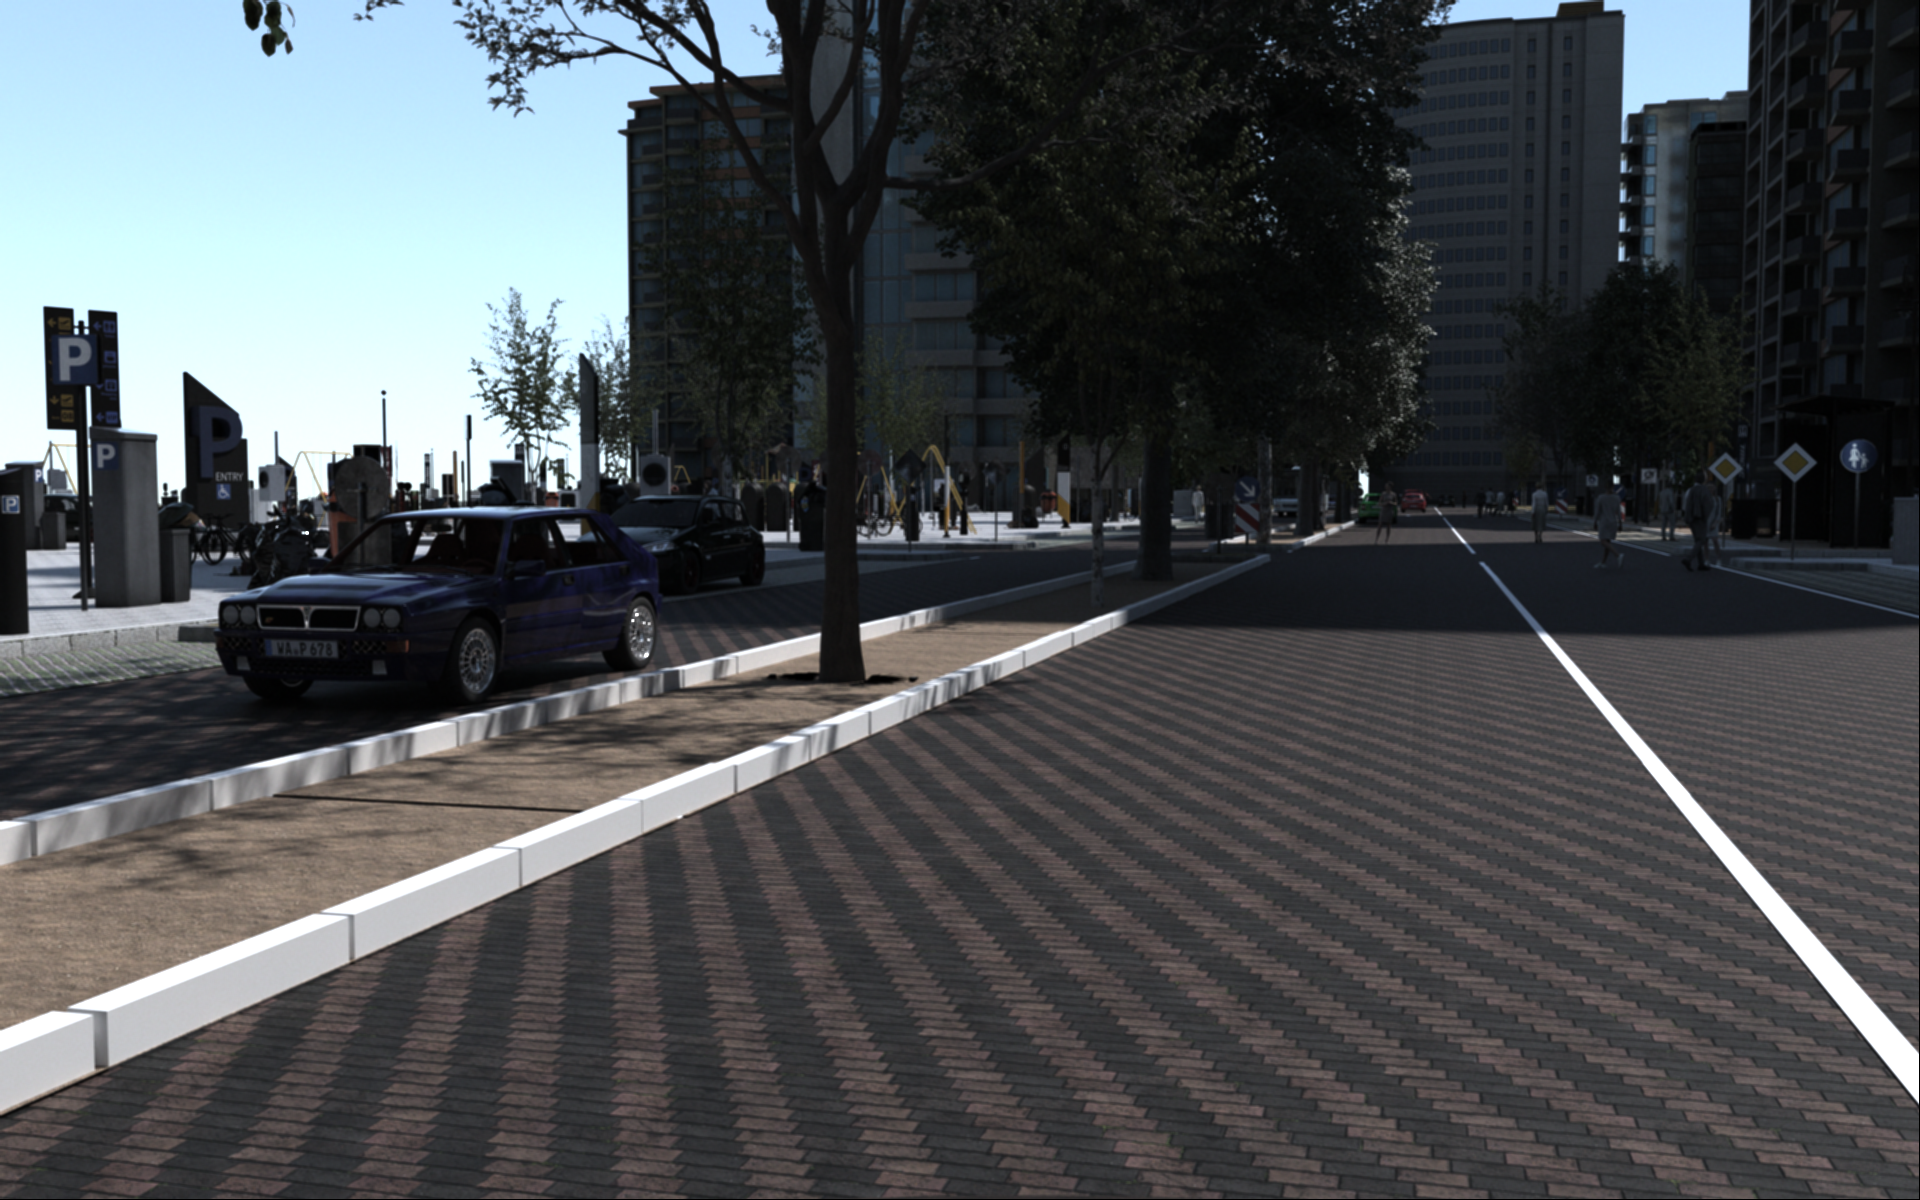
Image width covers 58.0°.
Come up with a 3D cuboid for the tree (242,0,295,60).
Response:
[{"bbox_3d":[-2.965,-3.170,4.648,4.360,8.622,3.978,0,3,0],"label":"tree"}]

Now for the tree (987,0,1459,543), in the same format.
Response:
[{"bbox_3d":[7.502,-11.645,48.735,12.611,20.169,13.585,0,3,0],"label":"tree"}]

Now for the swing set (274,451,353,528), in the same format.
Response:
[{"bbox_3d":[-23.564,-4.075,64.250,2.862,2.851,3.119,1,4,15],"label":"swing set"}]

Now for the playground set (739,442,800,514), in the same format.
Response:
[{"bbox_3d":[-10.247,-6.747,97.095,5.637,4.214,5.302,2,4,26],"label":"playground set"}]

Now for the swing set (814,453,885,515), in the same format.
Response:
[{"bbox_3d":[-4.042,-4.143,65.357,2.862,2.851,3.119,3,4,38],"label":"swing set"}]

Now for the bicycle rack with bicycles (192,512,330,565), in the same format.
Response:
[{"bbox_3d":[-12.999,-1.110,31.536,2.852,0.926,2.925,2,4,24],"label":"bicycle rack with bicycles"}]

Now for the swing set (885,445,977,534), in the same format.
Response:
[{"bbox_3d":[-0.935,-3.626,56.900,2.862,2.851,3.119,0,4,-2],"label":"swing set"}]

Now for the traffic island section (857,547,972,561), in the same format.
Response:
[{"bbox_3d":[-1.128,-0.973,38.195,2.009,0.180,2.903,1,4,15],"label":"traffic island section"}]

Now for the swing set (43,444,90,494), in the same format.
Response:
[{"bbox_3d":[-27.851,-3.536,55.434,2.862,2.851,3.119,1,4,13],"label":"swing set"}]

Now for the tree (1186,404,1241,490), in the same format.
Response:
[{"bbox_3d":[16.772,-10.089,115.320,4.360,8.622,3.978,0,3,0],"label":"tree"}]

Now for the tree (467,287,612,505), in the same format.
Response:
[{"bbox_3d":[-15.132,-6.771,61.075,4.737,8.622,4.395,0,3,0],"label":"tree"}]

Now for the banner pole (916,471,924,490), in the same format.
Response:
[{"bbox_3d":[-2.875,-8.045,121.558,0.863,3.779,0.401,-2,4,-28],"label":"banner pole"}]

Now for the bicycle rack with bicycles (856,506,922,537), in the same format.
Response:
[{"bbox_3d":[-2.958,-2.413,52.832,2.925,0.926,2.852,2,4,28],"label":"bicycle rack with bicycles"}]

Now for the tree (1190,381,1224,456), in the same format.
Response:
[{"bbox_3d":[20.061,-12.282,126.572,9.928,11.665,9.643,0,3,0],"label":"tree"}]

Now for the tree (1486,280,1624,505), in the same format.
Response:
[{"bbox_3d":[51.882,-18.041,150.866,12.611,20.169,13.585,0,3,0],"label":"tree"}]

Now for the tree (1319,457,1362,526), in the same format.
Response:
[{"bbox_3d":[16.193,-7.575,76.665,4.737,8.622,4.395,0,3,0],"label":"tree"}]

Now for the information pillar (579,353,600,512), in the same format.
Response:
[{"bbox_3d":[-6.135,-2.282,28.672,0.183,3.616,0.504,-3,5,-42],"label":"information pillar"}]

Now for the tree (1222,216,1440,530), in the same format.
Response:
[{"bbox_3d":[14.184,-9.149,69.050,9.611,12.733,9.660,0,3,0],"label":"tree"}]

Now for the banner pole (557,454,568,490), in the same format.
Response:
[{"bbox_3d":[-24.554,-7.174,107.306,0.863,3.779,0.401,-1,4,-14],"label":"banner pole"}]

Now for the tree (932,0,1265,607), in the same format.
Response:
[{"bbox_3d":[1.711,-4.190,21.334,4.737,8.622,4.395,0,3,0],"label":"tree"}]

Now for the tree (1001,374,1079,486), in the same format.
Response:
[{"bbox_3d":[4.309,-9.434,104.609,4.360,8.622,3.978,0,3,0],"label":"tree"}]

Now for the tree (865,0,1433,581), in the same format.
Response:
[{"bbox_3d":[3.214,-7.297,28.412,9.857,13.997,8.962,0,3,0],"label":"tree"}]

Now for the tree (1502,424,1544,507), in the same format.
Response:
[{"bbox_3d":[56.231,-13.610,172.879,4.737,8.622,4.395,0,3,0],"label":"tree"}]

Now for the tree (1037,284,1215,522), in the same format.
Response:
[{"bbox_3d":[7.212,-9.934,80.544,7.486,12.596,7.792,0,3,0],"label":"tree"}]

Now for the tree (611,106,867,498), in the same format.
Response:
[{"bbox_3d":[-4.337,-5.117,34.024,4.737,8.622,4.395,0,3,0],"label":"tree"}]

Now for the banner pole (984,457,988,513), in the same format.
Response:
[{"bbox_3d":[1.735,-7.693,115.796,0.401,3.779,0.863,1,4,21],"label":"banner pole"}]

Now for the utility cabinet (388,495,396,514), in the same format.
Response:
[{"bbox_3d":[-36.707,-6.169,112.022,0.306,1.237,1.020,0,4,3],"label":"utility cabinet"}]

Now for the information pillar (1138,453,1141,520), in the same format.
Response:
[{"bbox_3d":[9.043,-5.843,86.886,0.183,3.616,0.504,0,4,3],"label":"information pillar"}]

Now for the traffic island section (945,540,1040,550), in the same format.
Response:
[{"bbox_3d":[0.936,-1.445,45.910,2.009,0.180,2.903,1,4,15],"label":"traffic island section"}]

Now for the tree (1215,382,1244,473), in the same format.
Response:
[{"bbox_3d":[14.212,-11.396,104.454,7.486,12.596,7.792,0,3,0],"label":"tree"}]

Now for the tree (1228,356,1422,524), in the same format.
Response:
[{"bbox_3d":[18.425,-9.507,83.656,9.928,11.665,9.643,0,3,0],"label":"tree"}]

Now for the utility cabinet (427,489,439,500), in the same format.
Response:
[{"bbox_3d":[-21.142,-3.723,69.542,0.318,1.500,1.173,-2,4,-25],"label":"utility cabinet"}]

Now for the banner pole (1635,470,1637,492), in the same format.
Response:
[{"bbox_3d":[37.436,-6.451,95.498,0.863,3.779,0.401,-2,4,-33],"label":"banner pole"}]

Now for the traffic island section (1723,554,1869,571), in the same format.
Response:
[{"bbox_3d":[16.156,-0.691,33.582,2.009,0.180,2.903,1,4,15],"label":"traffic island section"}]

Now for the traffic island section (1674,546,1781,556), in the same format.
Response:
[{"bbox_3d":[18.220,-1.163,41.297,2.009,0.180,2.903,1,4,15],"label":"traffic island section"}]

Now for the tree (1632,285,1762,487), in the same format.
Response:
[{"bbox_3d":[25.800,-6.715,60.160,4.737,8.622,4.395,0,3,0],"label":"tree"}]

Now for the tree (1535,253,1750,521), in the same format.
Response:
[{"bbox_3d":[32.622,-10.146,82.890,9.611,12.733,9.660,0,3,0],"label":"tree"}]

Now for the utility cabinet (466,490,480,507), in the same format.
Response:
[{"bbox_3d":[-29.666,-5.968,106.255,1.173,1.500,0.318,-2,4,-34],"label":"utility cabinet"}]

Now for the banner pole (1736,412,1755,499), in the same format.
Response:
[{"bbox_3d":[23.882,-3.832,52.663,0.863,3.779,0.401,-2,4,-26],"label":"banner pole"}]

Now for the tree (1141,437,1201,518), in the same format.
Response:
[{"bbox_3d":[11.309,-6.712,93.449,4.285,4.588,4.351,0,3,0],"label":"tree"}]

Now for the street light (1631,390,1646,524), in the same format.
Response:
[{"bbox_3d":[29.434,-6.265,75.214,0.468,5.910,1.993,1,4,15],"label":"street light"}]

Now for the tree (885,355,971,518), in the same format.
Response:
[{"bbox_3d":[-1.265,-8.598,90.934,4.360,8.622,3.978,0,3,0],"label":"tree"}]

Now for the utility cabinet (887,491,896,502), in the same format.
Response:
[{"bbox_3d":[-4.759,-6.395,113.236,1.173,1.500,0.318,1,4,9],"label":"utility cabinet"}]

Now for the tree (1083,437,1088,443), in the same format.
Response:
[{"bbox_3d":[6.871,-10.037,114.462,4.360,8.622,3.978,0,3,0],"label":"tree"}]

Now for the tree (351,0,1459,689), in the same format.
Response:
[{"bbox_3d":[-0.911,-6.107,12.676,12.009,13.543,11.850,0,3,0],"label":"tree"}]

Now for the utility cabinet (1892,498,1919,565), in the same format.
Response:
[{"bbox_3d":[17.470,-1.235,31.349,1.020,1.237,0.306,2,4,27],"label":"utility cabinet"}]

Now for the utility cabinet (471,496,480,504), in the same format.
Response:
[{"bbox_3d":[-15.016,-2.670,54.815,1.020,1.237,0.306,-1,4,-19],"label":"utility cabinet"}]

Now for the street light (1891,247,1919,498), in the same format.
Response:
[{"bbox_3d":[17.930,-3.660,32.621,0.468,5.910,1.993,1,4,15],"label":"street light"}]

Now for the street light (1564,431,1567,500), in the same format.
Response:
[{"bbox_3d":[39.511,-8.571,112.927,0.468,5.910,1.993,1,4,15],"label":"street light"}]

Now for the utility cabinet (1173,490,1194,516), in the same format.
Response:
[{"bbox_3d":[12.832,-5.538,99.224,1.173,1.500,0.318,3,5,39],"label":"utility cabinet"}]

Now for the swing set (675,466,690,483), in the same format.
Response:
[{"bbox_3d":[-16.276,-6.101,97.365,2.862,2.851,3.119,-3,4,-39],"label":"swing set"}]

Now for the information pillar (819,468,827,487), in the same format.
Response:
[{"bbox_3d":[-3.819,-2.730,49.121,0.304,2.012,0.304,-1,4,-9],"label":"information pillar"}]

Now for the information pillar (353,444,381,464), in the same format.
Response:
[{"bbox_3d":[-8.799,-1.301,25.762,0.304,2.012,0.304,3,5,45],"label":"information pillar"}]

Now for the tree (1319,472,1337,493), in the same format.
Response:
[{"bbox_3d":[22.230,-9.051,100.797,4.360,8.622,3.978,0,3,0],"label":"tree"}]

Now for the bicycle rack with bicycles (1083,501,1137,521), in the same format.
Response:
[{"bbox_3d":[6.636,-4.255,82.950,2.925,0.926,2.852,3,5,44],"label":"bicycle rack with bicycles"}]

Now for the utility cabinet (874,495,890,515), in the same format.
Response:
[{"bbox_3d":[-4.810,-5.867,107.081,1.020,1.237,0.306,0,4,5],"label":"utility cabinet"}]

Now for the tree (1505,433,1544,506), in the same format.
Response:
[{"bbox_3d":[58.872,-14.077,180.527,4.360,8.622,3.978,0,3,0],"label":"tree"}]

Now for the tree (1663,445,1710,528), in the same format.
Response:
[{"bbox_3d":[28.204,-4.405,66.629,1.663,3.219,1.824,0,3,0],"label":"tree"}]

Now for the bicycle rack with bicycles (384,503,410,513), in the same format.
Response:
[{"bbox_3d":[-30.821,-4.841,92.530,2.925,0.926,2.852,-1,4,-21],"label":"bicycle rack with bicycles"}]
